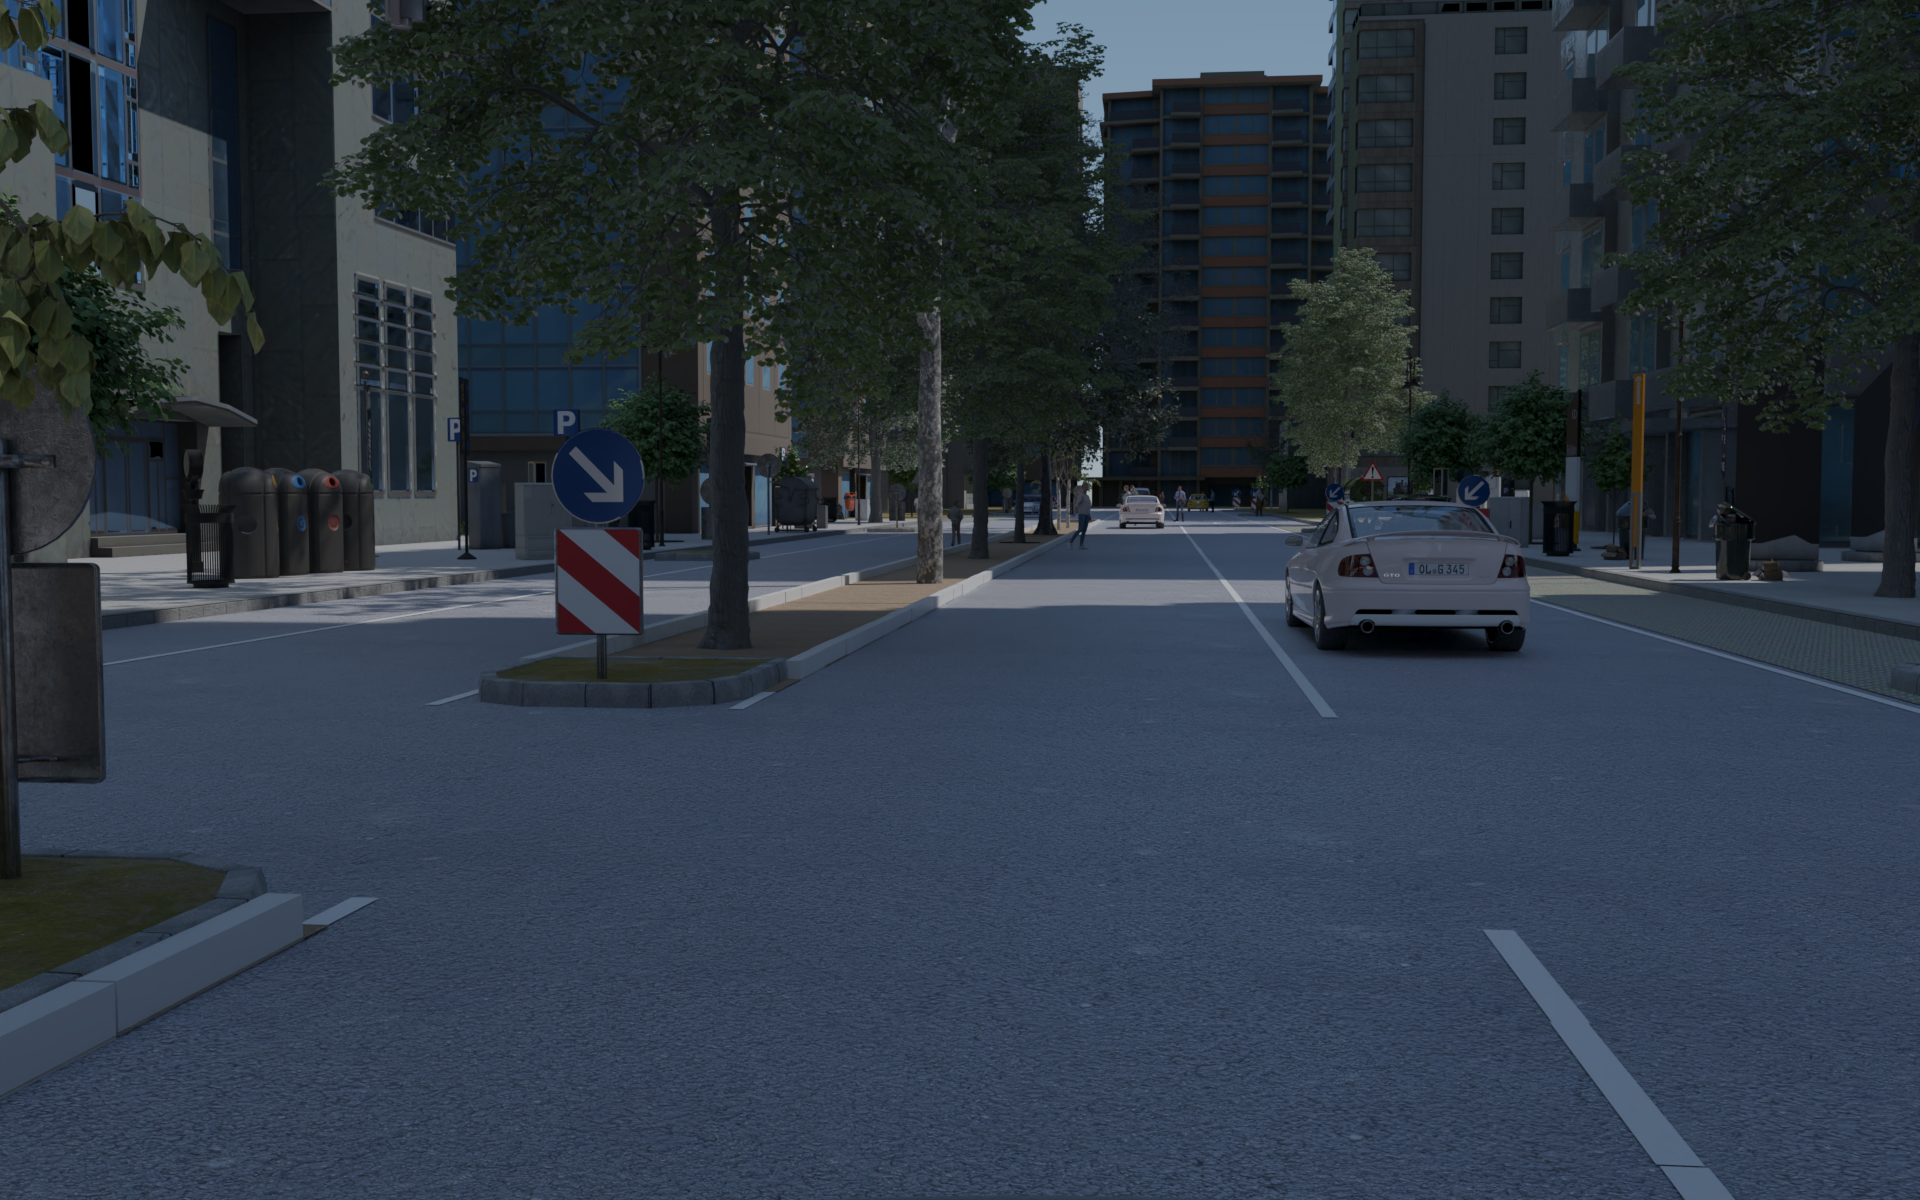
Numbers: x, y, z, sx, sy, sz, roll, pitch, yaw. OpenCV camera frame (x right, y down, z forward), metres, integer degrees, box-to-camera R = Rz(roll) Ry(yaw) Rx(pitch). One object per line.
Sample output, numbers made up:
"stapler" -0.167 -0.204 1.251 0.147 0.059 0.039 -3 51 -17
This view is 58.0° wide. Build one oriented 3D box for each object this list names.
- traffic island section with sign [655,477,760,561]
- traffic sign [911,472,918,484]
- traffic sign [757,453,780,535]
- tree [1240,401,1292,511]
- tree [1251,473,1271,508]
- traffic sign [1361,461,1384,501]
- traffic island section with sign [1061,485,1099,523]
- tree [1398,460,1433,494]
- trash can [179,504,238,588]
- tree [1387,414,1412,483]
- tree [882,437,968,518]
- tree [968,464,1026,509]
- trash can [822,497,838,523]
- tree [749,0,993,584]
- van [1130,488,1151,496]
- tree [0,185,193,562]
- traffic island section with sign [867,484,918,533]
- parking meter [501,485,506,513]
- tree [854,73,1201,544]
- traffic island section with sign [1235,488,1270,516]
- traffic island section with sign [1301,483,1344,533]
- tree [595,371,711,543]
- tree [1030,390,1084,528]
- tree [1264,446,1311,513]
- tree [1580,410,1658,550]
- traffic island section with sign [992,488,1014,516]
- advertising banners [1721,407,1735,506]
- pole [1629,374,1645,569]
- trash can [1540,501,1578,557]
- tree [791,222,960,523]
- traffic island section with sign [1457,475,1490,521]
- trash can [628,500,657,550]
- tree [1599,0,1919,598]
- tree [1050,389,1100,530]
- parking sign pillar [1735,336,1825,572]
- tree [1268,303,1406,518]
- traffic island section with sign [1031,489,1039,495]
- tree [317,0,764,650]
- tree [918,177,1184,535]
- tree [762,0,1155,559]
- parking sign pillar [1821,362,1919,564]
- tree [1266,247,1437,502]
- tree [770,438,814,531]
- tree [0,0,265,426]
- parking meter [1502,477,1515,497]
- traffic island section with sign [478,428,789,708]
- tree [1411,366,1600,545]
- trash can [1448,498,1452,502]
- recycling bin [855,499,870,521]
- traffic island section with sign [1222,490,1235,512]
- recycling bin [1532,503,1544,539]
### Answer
"traffic island section with sign" -5.470 -1.797 38.003 1.989 1.847 2.006 0 4 6
"traffic sign" -2.043 -5.375 87.877 0.884 2.594 0.081 0 4 8
"traffic sign" -5.993 -3.307 54.178 0.768 2.556 0.104 1 4 10
"tree" 23.585 -11.130 132.329 4.360 8.622 3.978 0 3 0
"tree" 27.552 -10.102 159.775 1.663 3.219 1.824 0 3 0
"traffic sign" 16.281 -4.181 68.370 0.884 2.594 0.081 1 4 15
"traffic island section with sign" 5.992 -4.837 87.224 2.006 1.907 1.989 0 4 6
"tree" 18.096 -4.518 68.476 1.663 3.219 1.824 0 3 0
"trash can" -10.276 -0.739 23.731 0.748 1.137 0.748 0 3 0
"tree" 14.612 -4.215 52.633 4.285 4.588 4.351 0 3 0
"tree" -2.707 -6.807 95.013 4.285 4.588 4.351 0 3 0
"tree" 2.233 -9.330 136.259 4.285 4.588 4.351 0 3 0
"trash can" -5.865 -4.068 78.172 0.748 1.137 0.748 0 3 0
"tree" -1.593 -10.376 27.998 12.611 20.169 13.585 0 3 0
"van" 12.360 -6.853 119.061 2.013 2.044 4.112 0 4 6
"tree" -10.228 -2.132 18.579 4.285 4.588 4.351 0 3 0
"traffic island section with sign" -2.381 -3.470 65.357 1.989 1.847 2.006 0 4 6
"parking meter" -12.813 -2.432 48.181 0.372 1.533 0.369 0 3 0
"tree" 1.742 -8.365 49.588 12.009 13.543 11.850 0 3 0
"traffic island section with sign" 19.176 -6.391 113.113 1.989 1.847 2.006 0 4 6
"traffic island section with sign" 13.607 -3.372 63.759 1.989 1.847 2.006 0 4 6
"tree" -8.026 -3.826 46.271 4.285 4.588 4.351 0 3 0
"tree" 4.550 -7.338 72.798 4.360 8.622 3.978 0 3 0
"tree" 22.245 -8.175 117.374 4.285 4.588 4.351 0 3 0
"tree" 15.233 -2.789 40.208 1.663 3.219 1.824 0 3 0
"traffic island section with sign" 3.169 -6.486 114.676 1.989 1.847 2.006 0 4 6
"advertising banners" 15.807 -2.410 35.595 0.090 3.025 2.074 2 4 33
"pole" 11.528 -2.180 29.478 0.158 3.312 0.155 0 3 0
"trash can" 12.349 -1.473 35.739 0.748 1.137 0.748 0 3 0
"tree" -3.699 -10.465 77.756 9.857 13.997 8.962 0 3 0
"traffic island section with sign" 10.520 -1.693 36.312 1.989 1.847 2.006 0 4 6
"trash can" -7.311 -1.717 39.719 0.748 1.137 0.748 0 3 0
"tree" 12.050 -6.292 21.006 7.486 12.596 7.792 0 3 0
"tree" 3.931 -7.057 68.199 4.737 8.622 4.395 0 3 0
"parking sign pillar" 13.732 -2.481 29.043 1.447 3.967 1.447 2 4 26
"tree" 20.133 -10.214 92.762 9.928 11.665 9.643 0 3 0
"traffic island section with sign" 6.199 -8.124 141.461 1.989 1.847 2.006 0 4 6
"tree" -2.201 -5.840 16.073 7.486 12.596 7.792 0 3 0
"tree" 3.018 -8.622 60.429 9.611 12.733 9.660 0 3 0
"tree" 0.375 -7.194 38.203 7.486 12.596 7.792 0 3 0
"parking sign pillar" 17.637 -2.723 32.986 1.447 3.967 1.447 -1 4 -11
"tree" 17.893 -9.871 79.511 7.486 12.596 7.792 0 3 0
"tree" -5.828 -4.023 60.379 1.663 3.219 1.824 0 3 0
"tree" -3.044 -3.104 3.574 4.737 8.622 4.395 0 3 0
"parking meter" 19.017 -3.326 60.097 0.255 1.863 0.399 -3 4 -38
"traffic island section with sign" -2.415 -0.270 12.555 2.006 1.907 1.989 0 4 6
"tree" 14.750 -3.713 44.416 4.285 4.588 4.351 0 3 0
"trash can" 17.656 -3.171 63.493 0.748 1.137 0.748 0 3 0
"recycling bin" -4.572 -4.342 83.551 0.722 1.027 0.722 2 4 33
"traffic island section with sign" 22.193 -8.029 139.899 1.989 1.847 2.006 0 4 6
"recycling bin" 16.214 -2.258 49.478 0.722 1.027 0.722 -3 5 -43
